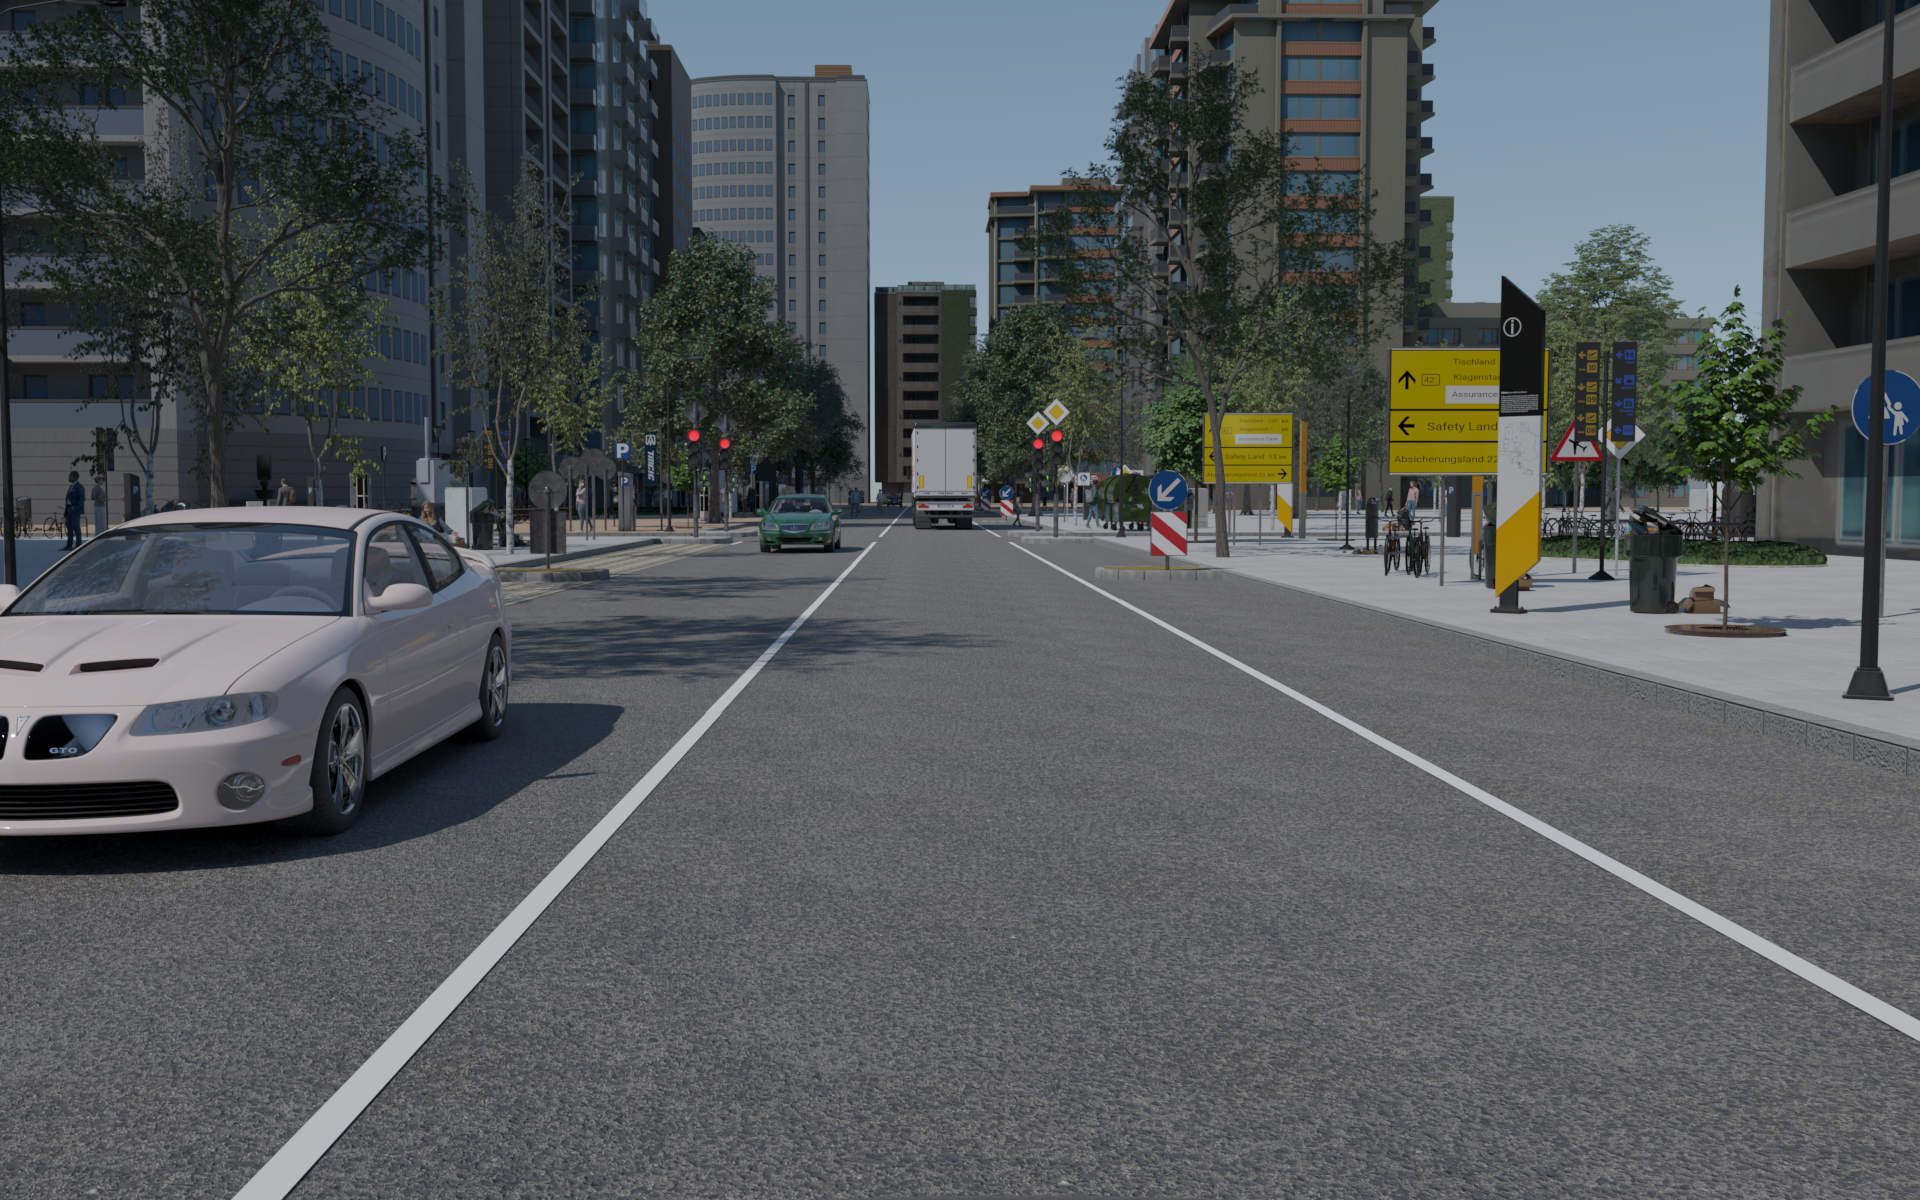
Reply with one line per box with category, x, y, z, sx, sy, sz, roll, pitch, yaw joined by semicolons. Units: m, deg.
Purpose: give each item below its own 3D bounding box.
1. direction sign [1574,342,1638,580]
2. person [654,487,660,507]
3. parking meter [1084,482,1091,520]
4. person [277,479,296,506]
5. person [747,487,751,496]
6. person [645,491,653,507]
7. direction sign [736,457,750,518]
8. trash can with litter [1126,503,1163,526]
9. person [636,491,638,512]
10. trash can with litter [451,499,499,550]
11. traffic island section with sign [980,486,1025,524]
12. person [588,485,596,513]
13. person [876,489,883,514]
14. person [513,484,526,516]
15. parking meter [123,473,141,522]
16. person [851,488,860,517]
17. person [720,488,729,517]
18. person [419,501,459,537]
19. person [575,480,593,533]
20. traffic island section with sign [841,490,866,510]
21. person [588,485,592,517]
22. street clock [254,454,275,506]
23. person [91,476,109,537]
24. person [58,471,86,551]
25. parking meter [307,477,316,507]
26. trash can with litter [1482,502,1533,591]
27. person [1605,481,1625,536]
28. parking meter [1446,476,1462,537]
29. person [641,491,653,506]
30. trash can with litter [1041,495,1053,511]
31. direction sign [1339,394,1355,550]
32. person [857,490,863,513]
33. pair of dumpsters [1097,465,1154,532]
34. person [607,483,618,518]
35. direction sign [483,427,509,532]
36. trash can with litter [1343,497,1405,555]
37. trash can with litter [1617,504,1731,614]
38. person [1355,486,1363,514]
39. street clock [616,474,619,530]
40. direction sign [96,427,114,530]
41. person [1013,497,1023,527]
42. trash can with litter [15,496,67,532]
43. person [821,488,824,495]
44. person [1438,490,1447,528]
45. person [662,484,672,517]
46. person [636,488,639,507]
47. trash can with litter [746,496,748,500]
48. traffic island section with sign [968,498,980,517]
direction sign;9.619;-2.071;25.864;0.876;3.537;0.379;0;4;6
person;-21.859;-7.269;125.065;0.511;1.800;0.466;-1;4;-18
parking meter;6.282;-4.887;85.610;0.399;1.863;0.255;1;4;12
person;-23.824;-3.382;61.302;0.822;1.834;0.622;3;4;37
person;-16.098;-7.699;132.194;0.793;1.790;0.793;2;4;29
person;-23.545;-7.631;131.239;0.576;1.772;0.534;-1;4;-19
direction sign;-11.494;-6.109;91.872;0.876;3.537;0.379;-3;5;-41
trash can with litter;7.681;-3.566;69.362;1.678;1.210;2.233;-3;5;-43
person;-20.493;-6.273;109.003;0.661;1.777;0.834;-3;5;-44
trash can with litter;-11.120;-1.722;39.549;1.055;1.170;0.624;-2;4;-32
traffic island section with sign;2.107;-4.596;83.766;1.989;1.847;2.006;0;4;-1
person;-21.293;-5.723;99.788;0.661;1.801;0.590;2;4;33
person;-5.707;-7.033;123.707;0.478;1.798;0.641;3;4;37
person;-24.427;-5.508;96.066;0.822;1.834;0.622;1;4;12
parking meter;-23.072;-2.605;48.299;0.255;1.863;0.399;1;4;15
person;-6.518;-6.076;107.712;0.638;1.841;0.748;-1;4;-18
person;-12.164;-5.125;90.024;0.473;1.802;0.592;-3;4;-38
person;-10.367;-1.383;34.157;1.012;1.151;0.738;0;4;-6
person;-12.541;-3.132;57.840;0.643;1.750;0.593;-1;4;-11
traffic island section with sign;-9.985;-9.300;160.674;1.989;1.847;2.006;0;4;-1
person;-20.794;-5.594;97.682;0.419;1.800;0.721;1;4;17
street clock;-12.516;-1.629;31.198;0.358;2.002;0.471;-1;4;-19
person;-22.802;-2.409;45.982;0.519;1.759;0.362;3;5;41
person;-20.007;-2.011;39.107;0.721;1.800;0.419;2;4;33
parking meter;-22.094;-3.274;59.239;0.399;1.863;0.255;2;4;35
trash can with litter;7.429;-0.727;23.271;0.624;1.170;1.055;0;4;-3
person;21.386;-2.940;56.345;0.755;1.850;0.659;0;4;4
parking meter;14.649;-2.794;51.386;0.255;1.863;0.399;-2;4;-29
person;-24.271;-7.737;132.752;1.509;1.804;0.699;-1;4;-12
trash can with litter;6.635;-7.496;133.614;1.678;1.210;2.233;-2;4;-26
direction sign;8.919;-2.924;39.809;0.379;3.537;0.876;1;4;13
person;-7.814;-7.571;132.565;0.678;1.792;0.850;-2;4;-31
pair of dumpsters;5.867;-3.560;60.701;1.574;2.255;4.437;0;4;-1
person;-18.436;-5.246;91.585;0.755;1.850;0.659;1;4;10
direction sign;-15.730;-4.087;58.813;0.876;3.537;0.379;-1;4;-16
trash can with litter;9.108;-1.607;37.334;1.678;1.210;2.233;2;4;32
trash can with litter;7.710;-0.448;18.712;1.055;1.170;0.624;0;4;0
person;25.757;-6.465;111.750;0.388;1.821;0.555;-3;4;-39
street clock;-11.958;-3.460;61.135;0.358;2.002;0.471;-2;4;-29
direction sign;-29.113;-4.100;59.038;0.379;3.537;0.876;1;4;10
person;2.572;-3.885;76.295;0.640;1.303;0.475;3;4;38
trash can with litter;-31.860;-2.963;59.504;2.233;1.210;1.678;0;4;6
person;-8.135;-5.769;103.163;0.374;1.781;0.599;-1;4;-13
person;18.539;-3.638;66.191;0.731;1.740;0.598;-3;5;-40
person;-16.494;-5.568;97.182;0.679;1.850;0.850;-1;4;-12
person;-23.824;-7.364;127.445;0.512;1.701;0.522;-1;4;-9
trash can with litter;-15.586;-7.235;129.686;1.055;1.170;0.624;1;4;10
traffic island section with sign;1.493;-6.244;110.714;1.989;1.847;2.006;0;4;-1
